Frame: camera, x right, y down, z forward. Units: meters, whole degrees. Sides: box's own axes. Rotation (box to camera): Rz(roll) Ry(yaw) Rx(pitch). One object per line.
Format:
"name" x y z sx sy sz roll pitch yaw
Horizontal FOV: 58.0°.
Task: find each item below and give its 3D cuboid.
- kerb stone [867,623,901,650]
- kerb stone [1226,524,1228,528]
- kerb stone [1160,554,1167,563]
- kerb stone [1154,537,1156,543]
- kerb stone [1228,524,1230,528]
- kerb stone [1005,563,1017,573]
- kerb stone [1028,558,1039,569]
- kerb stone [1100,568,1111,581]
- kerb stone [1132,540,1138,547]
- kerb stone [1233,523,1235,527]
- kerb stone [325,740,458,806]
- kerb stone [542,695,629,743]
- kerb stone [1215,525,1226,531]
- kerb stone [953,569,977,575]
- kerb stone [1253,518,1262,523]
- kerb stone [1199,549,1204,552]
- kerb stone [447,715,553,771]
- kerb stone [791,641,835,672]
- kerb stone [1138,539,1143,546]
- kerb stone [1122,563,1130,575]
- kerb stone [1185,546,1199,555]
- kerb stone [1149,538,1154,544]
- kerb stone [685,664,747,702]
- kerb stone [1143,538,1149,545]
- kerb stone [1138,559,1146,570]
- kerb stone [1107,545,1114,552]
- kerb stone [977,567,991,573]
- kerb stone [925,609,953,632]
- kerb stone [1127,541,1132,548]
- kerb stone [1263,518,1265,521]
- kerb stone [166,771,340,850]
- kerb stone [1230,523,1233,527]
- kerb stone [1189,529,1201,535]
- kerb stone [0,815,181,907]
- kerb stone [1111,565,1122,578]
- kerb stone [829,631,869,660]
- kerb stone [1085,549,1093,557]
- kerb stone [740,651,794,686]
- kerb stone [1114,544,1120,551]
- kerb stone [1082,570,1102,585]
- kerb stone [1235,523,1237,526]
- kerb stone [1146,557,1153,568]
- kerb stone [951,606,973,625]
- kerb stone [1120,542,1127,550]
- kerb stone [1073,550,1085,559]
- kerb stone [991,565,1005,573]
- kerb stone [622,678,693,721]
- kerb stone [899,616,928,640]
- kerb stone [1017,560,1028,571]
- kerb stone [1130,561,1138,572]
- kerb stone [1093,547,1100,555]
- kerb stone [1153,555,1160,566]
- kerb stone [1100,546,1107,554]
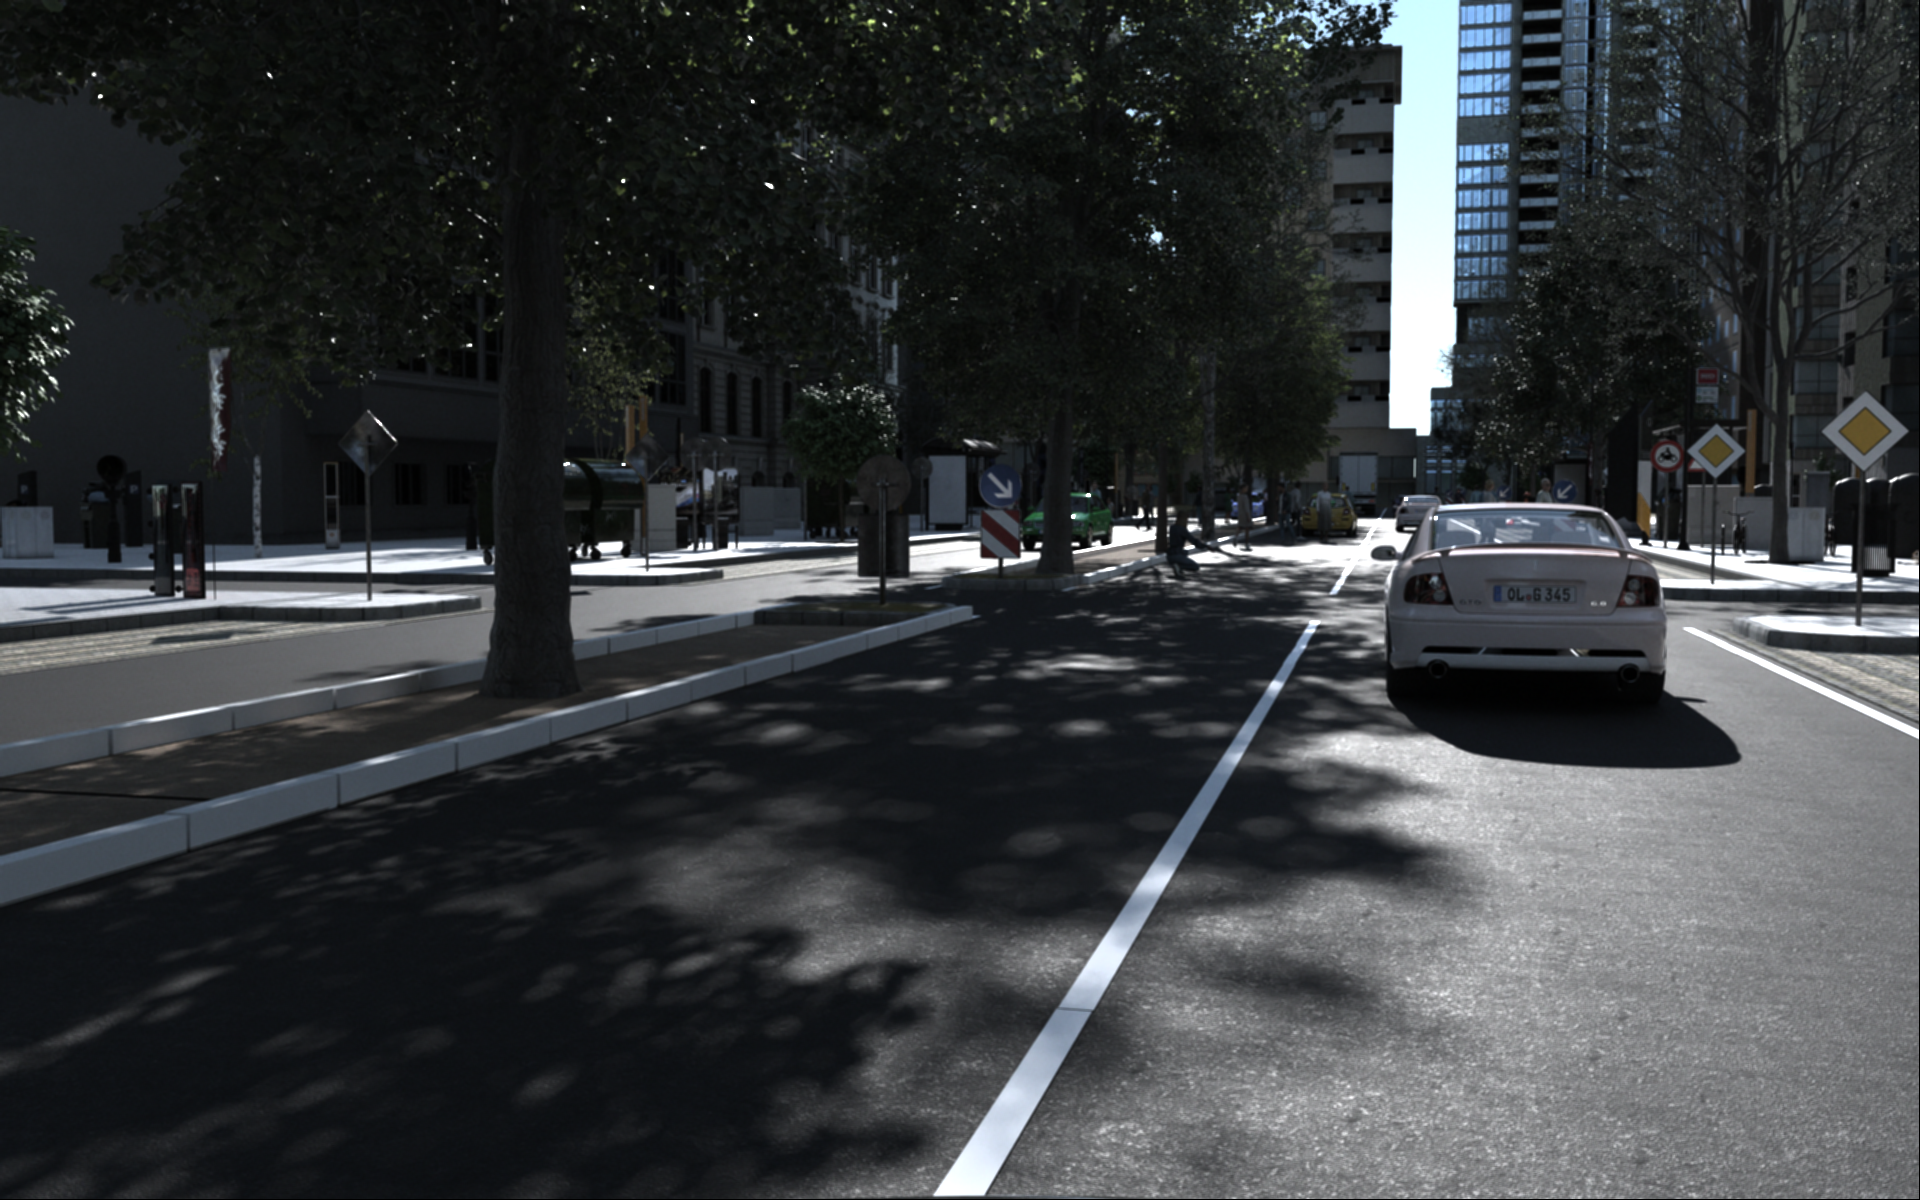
"kerb stone" -0.783 0.355 16.392 0.120 0.150 1.000 1 4 14
"kerb stone" 10.812 -2.992 71.134 0.120 0.150 1.000 1 4 14
"kerb stone" 4.092 -0.830 35.803 0.120 0.150 1.000 1 4 14
"kerb stone" 5.565 -1.716 50.266 0.120 0.150 1.000 1 4 14
"kerb stone" 11.050 -3.054 72.128 0.120 0.150 1.000 1 4 14
"kerb stone" 0.815 -0.556 31.368 0.120 0.150 1.000 1 4 14
"kerb stone" 1.321 -0.681 33.357 0.120 0.150 1.000 1 4 14
"kerb stone" 2.341 -0.407 28.845 0.120 0.150 1.000 1 4 14
"kerb stone" 4.562 -1.474 46.295 0.120 0.150 1.000 1 4 14
"kerb stone" 11.552 -3.176 74.115 0.120 0.150 1.000 1 4 14
"kerb stone" -2.780 0.841 8.448 0.120 0.150 1.000 1 4 14
"kerb stone" -2.281 0.720 10.431 0.120 0.150 1.000 1 4 14
"kerb stone" 10.553 -2.931 70.145 0.120 0.150 1.000 1 4 14
"kerb stone" 0.060 -0.378 28.379 0.120 0.150 1.000 1 4 14
"kerb stone" 15.305 -4.088 89.033 0.120 0.150 1.000 1 4 14
"kerb stone" 5.840 -1.258 42.763 0.120 0.150 1.000 1 4 14
"kerb stone" -2.526 0.781 9.439 0.120 0.150 1.000 1 4 14
"kerb stone" -1.272 0.477 14.404 0.120 0.150 1.000 1 4 14
"kerb stone" 4.807 -1.535 47.294 0.120 0.150 1.000 1 4 14
"kerb stone" 2.842 -0.525 30.835 0.120 0.150 1.000 1 4 14
"kerb stone" 5.592 -1.197 41.771 0.120 0.150 1.000 1 4 14
"kerb stone" 5.309 -1.656 49.276 0.120 0.150 1.000 1 4 14
"kerb stone" -1.783 0.598 12.418 0.120 0.150 1.000 1 4 14
"kerb stone" 5.065 -1.596 48.283 0.120 0.150 1.000 1 4 14
"kerb stone" 3.346 -0.650 32.822 0.120 0.150 1.000 1 4 14
"kerb stone" 3.557 -1.221 42.314 0.120 0.150 1.000 1 4 14
"kerb stone" 0.309 -0.439 29.372 0.120 0.150 1.000 1 4 14
"kerb stone" -0.284 0.234 18.377 0.120 0.150 1.000 1 4 14
"kerb stone" 4.310 -1.413 45.301 0.120 0.150 1.000 1 4 14
"kerb stone" 15.801 -4.210 91.030 0.120 0.150 1.000 1 4 14
"kerb stone" -3.030 0.901 7.457 0.120 0.150 1.000 1 4 14
"kerb stone" 11.308 -3.115 73.122 0.120 0.150 1.000 1 4 14
"kerb stone" 8.311 -2.386 61.205 0.120 0.150 1.000 1 4 14
"kerb stone" -3.276 0.967 6.463 0.120 0.150 1.000 1 4 14
"kerb stone" 2.603 -0.467 29.834 0.120 0.150 1.000 1 4 14
"kerb stone" -1.034 0.417 15.401 0.120 0.150 1.000 1 4 14
"kerb stone" 2.817 -1.048 39.327 0.120 0.150 1.000 1 4 14
"kerb stone" -1.531 0.537 13.415 0.120 0.150 1.000 1 4 14
"kerb stone" 3.813 -1.291 43.308 0.120 0.150 1.000 1 4 14
"kerb stone" 2.099 -0.341 27.852 0.120 0.150 1.000 1 4 14
"kerb stone" 11.804 -3.235 75.106 0.120 0.150 1.000 1 4 14
"kerb stone" 3.588 -0.710 33.815 0.120 0.150 1.000 1 4 14
"kerb stone" -0.036 0.173 19.373 0.120 0.150 1.000 1 4 14
"kerb stone" 4.070 -1.352 44.307 0.120 0.150 1.000 1 4 14
"kerb stone" 2.561 -0.987 38.332 0.120 0.150 1.000 1 4 14
"kerb stone" 0.568 -0.498 30.375 0.120 0.150 1.000 1 4 14
"kerb stone" -2.028 0.662 11.422 0.120 0.150 1.000 1 4 14
"kerb stone" -0.533 0.297 17.383 0.120 0.150 1.000 1 4 14
"kerb stone" 1.070 -0.617 32.367 0.120 0.150 1.000 1 4 14
"kerb stone" 3.095 -0.589 31.825 0.120 0.150 1.000 1 4 14
"kerb stone" 3.063 -1.109 40.323 0.120 0.150 1.000 1 4 14
"kerb stone" 3.847 -0.770 34.809 0.120 0.150 1.000 1 4 14
"kerb stone" 3.314 -1.170 41.321 0.120 0.150 1.000 1 4 14
